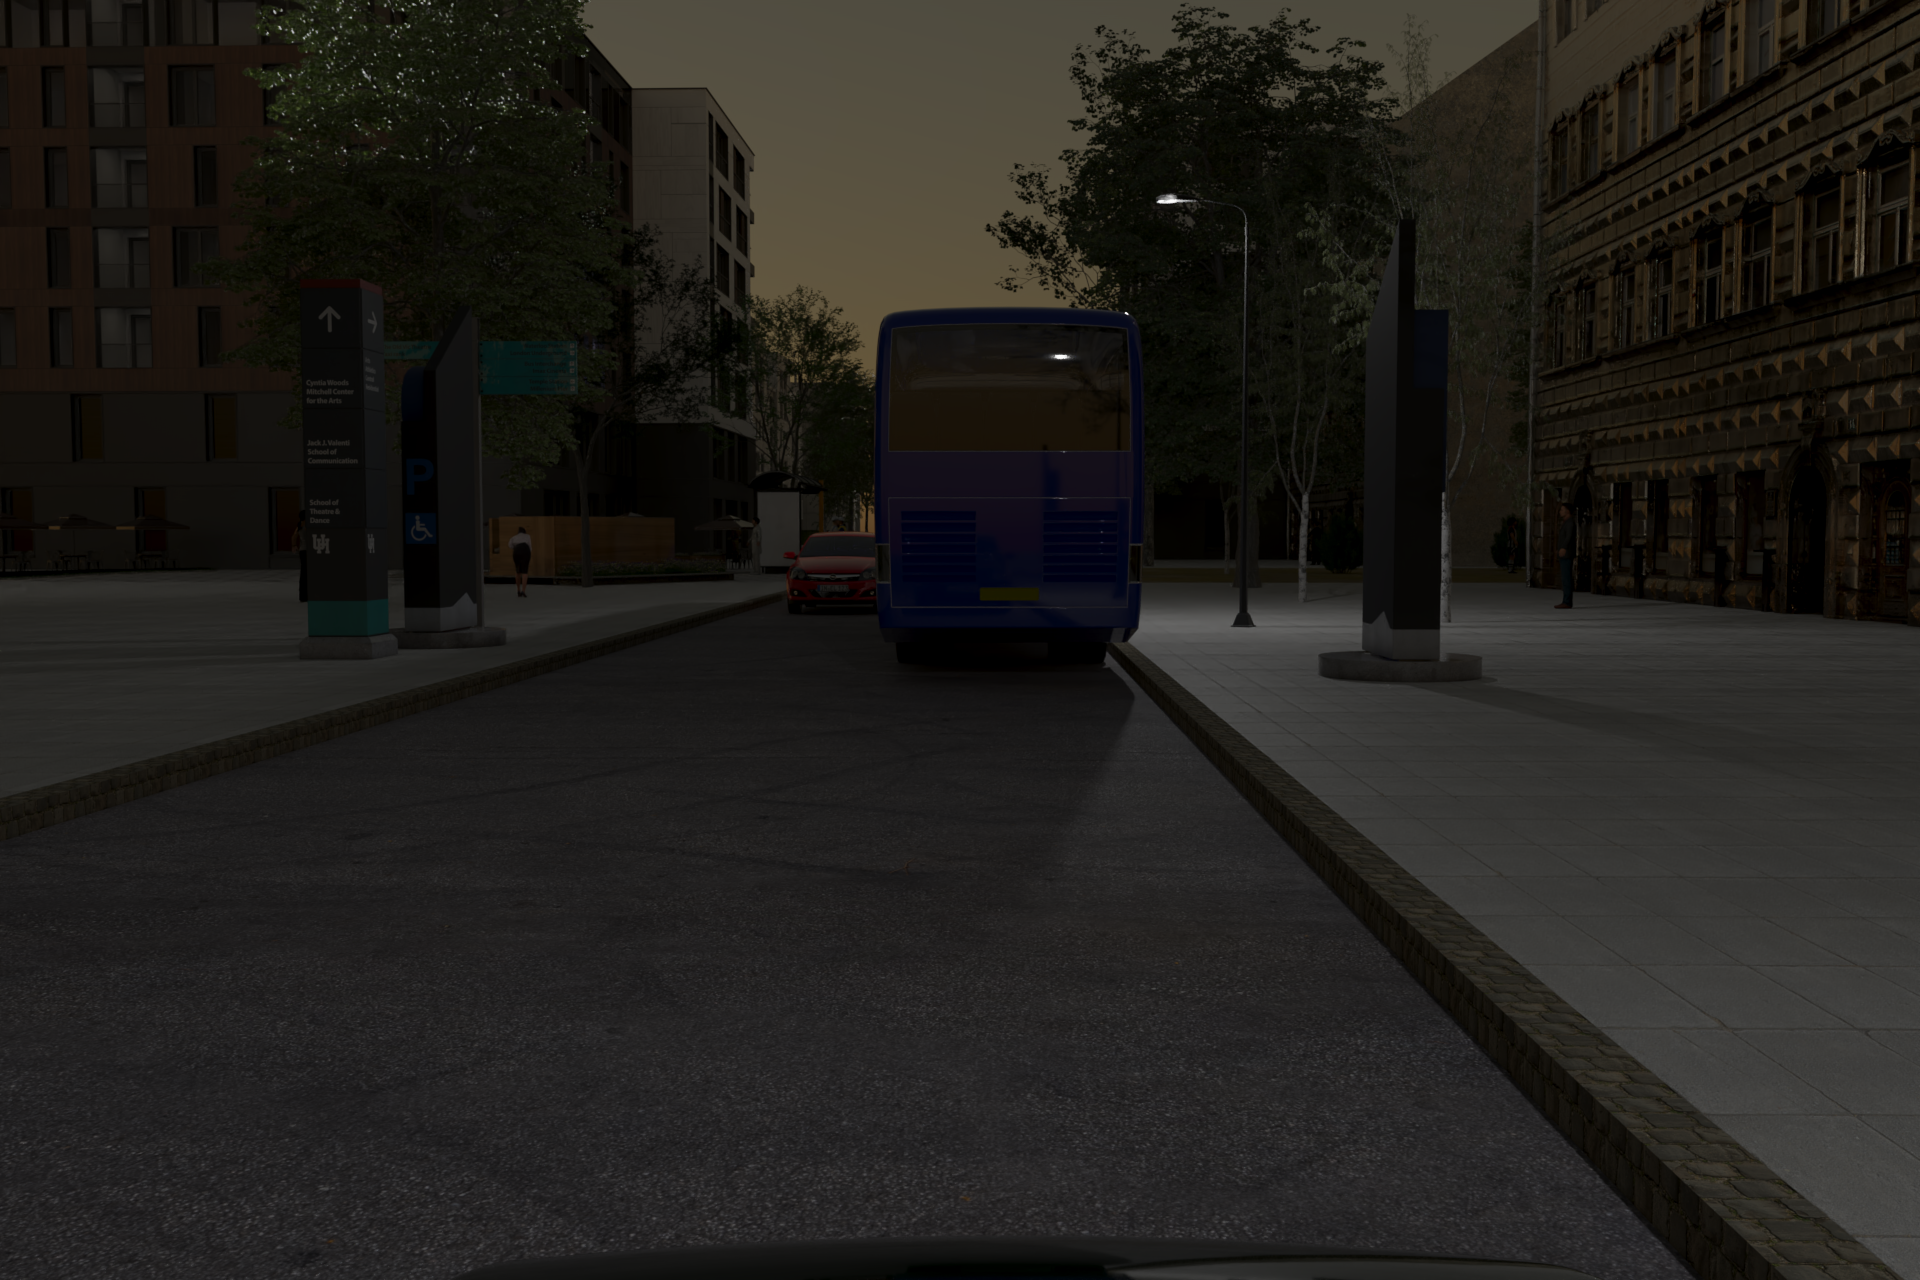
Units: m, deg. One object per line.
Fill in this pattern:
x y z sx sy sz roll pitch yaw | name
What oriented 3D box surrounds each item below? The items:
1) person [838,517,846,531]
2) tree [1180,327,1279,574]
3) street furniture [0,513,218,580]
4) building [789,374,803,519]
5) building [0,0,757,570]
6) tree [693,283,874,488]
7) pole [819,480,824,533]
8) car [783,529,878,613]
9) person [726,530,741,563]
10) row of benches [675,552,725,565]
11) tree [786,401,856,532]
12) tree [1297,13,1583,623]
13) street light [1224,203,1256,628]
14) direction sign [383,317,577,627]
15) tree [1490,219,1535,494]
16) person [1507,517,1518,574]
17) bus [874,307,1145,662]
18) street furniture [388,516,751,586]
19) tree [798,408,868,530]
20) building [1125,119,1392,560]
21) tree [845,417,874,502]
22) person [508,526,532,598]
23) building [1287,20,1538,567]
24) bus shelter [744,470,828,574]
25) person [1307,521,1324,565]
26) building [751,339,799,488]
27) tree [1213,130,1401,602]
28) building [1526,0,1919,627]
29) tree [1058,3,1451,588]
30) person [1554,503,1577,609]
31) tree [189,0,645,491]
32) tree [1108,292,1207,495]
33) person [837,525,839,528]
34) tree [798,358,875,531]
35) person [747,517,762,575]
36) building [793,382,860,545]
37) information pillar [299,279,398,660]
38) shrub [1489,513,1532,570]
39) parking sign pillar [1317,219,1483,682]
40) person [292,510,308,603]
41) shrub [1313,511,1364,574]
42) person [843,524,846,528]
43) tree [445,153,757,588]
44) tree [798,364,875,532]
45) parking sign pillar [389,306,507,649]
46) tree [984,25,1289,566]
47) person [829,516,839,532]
-3.824 -3.013 55.230 0.705 1.833 1.349 0 4 3 | person
8.661 -6.450 55.826 4.360 8.622 3.978 0 3 0 | tree
-31.026 -2.563 46.928 14.083 1.986 27.439 2 4 34 | street furniture
-23.551 -20.269 187.811 16.016 20.090 11.380 0 4 2 | building
-25.585 -14.314 78.001 27.936 21.610 32.646 0 4 2 | building
-7.372 -9.024 73.293 9.928 11.665 9.643 0 3 0 | tree
-5.254 -4.390 65.614 0.158 3.312 0.155 0 3 0 | pole
-2.195 -1.440 32.593 2.155 1.783 4.494 0 4 1 | car
-10.160 -4.423 78.085 0.705 1.858 1.354 -2 4 -34 | person
-9.766 -2.692 59.476 4.104 0.672 1.422 -3 5 -44 | row of benches
-7.322 -8.849 95.050 4.360 8.622 3.978 0 3 0 | tree
7.171 -4.572 25.107 4.360 8.622 3.978 0 3 0 | tree
4.458 -3.132 23.746 1.470 5.913 1.316 0 4 1 | street light
-5.971 -2.033 21.998 2.525 3.948 1.411 0 4 1 | direction sign
19.092 -8.115 50.804 7.486 12.596 7.792 0 3 0 | tree
17.996 -3.071 56.360 0.704 1.843 1.345 1 4 14 | person
0.460 -1.872 22.155 2.896 3.916 12.251 0 3 0 | bus
-9.387 -2.448 46.886 9.812 1.723 11.010 2 4 30 | street furniture
-6.958 -9.214 101.016 4.360 8.622 3.978 0 3 0 | tree
23.250 -15.776 101.916 27.936 21.610 32.646 0 4 1 | building
-6.102 -14.229 143.015 12.009 13.543 11.850 0 3 0 | tree
-8.888 -1.589 35.210 0.628 1.438 0.799 -3 5 -42 | person
25.431 -15.006 76.281 19.493 23.208 18.063 0 4 1 | building
-5.738 -3.916 57.956 2.014 3.302 5.546 0 4 3 | bus shelter
14.735 -4.022 71.701 1.347 1.837 0.705 -1 4 -23 | person
-26.052 -18.475 168.519 16.747 18.905 31.486 0 4 2 | building
6.348 -4.999 32.103 4.360 8.622 3.978 0 3 0 | tree
22.555 -12.261 31.398 19.493 23.208 18.063 0 4 1 | building
6.790 -8.218 41.026 9.857 13.997 8.962 0 3 0 | tree
10.414 -1.453 29.817 0.705 1.821 1.348 1 4 17 | person
-9.373 -6.876 30.552 7.486 12.596 7.792 0 3 0 | tree
7.788 -9.954 80.880 7.486 12.596 7.792 0 3 0 | tree
-4.092 -3.129 57.384 0.704 1.802 1.346 0 4 -4 | person
-6.896 -11.863 112.082 7.486 12.596 7.792 0 3 0 | tree
-6.408 -2.939 54.239 0.705 1.806 1.347 -1 4 -21 | person
-22.367 -21.481 217.664 16.747 18.905 31.486 0 4 2 | building
-6.369 -1.748 17.958 0.750 3.857 0.750 0 4 2 | information pillar
19.582 -3.503 61.315 1.661 2.075 1.752 0 3 0 | shrub
3.975 -1.657 15.563 1.447 3.967 1.447 0 4 1 | parking sign pillar
-12.216 -1.576 32.578 1.217 1.737 0.721 3 4 38 | person
12.402 -3.201 56.380 1.661 2.075 1.752 0 3 0 | shrub
-5.021 -4.222 75.754 0.721 1.740 1.216 -3 4 -38 | person
-8.903 -6.557 41.620 8.767 10.594 7.601 0 4 3 | tree
-6.800 -13.147 125.330 12.009 13.543 11.850 0 3 0 | tree
-5.983 -1.922 19.894 1.447 3.967 1.447 0 4 2 | parking sign pillar
6.094 -12.939 67.446 12.611 20.169 13.585 0 3 0 | tree
-3.841 -2.927 53.705 0.705 1.847 1.347 -2 4 -27 | person
